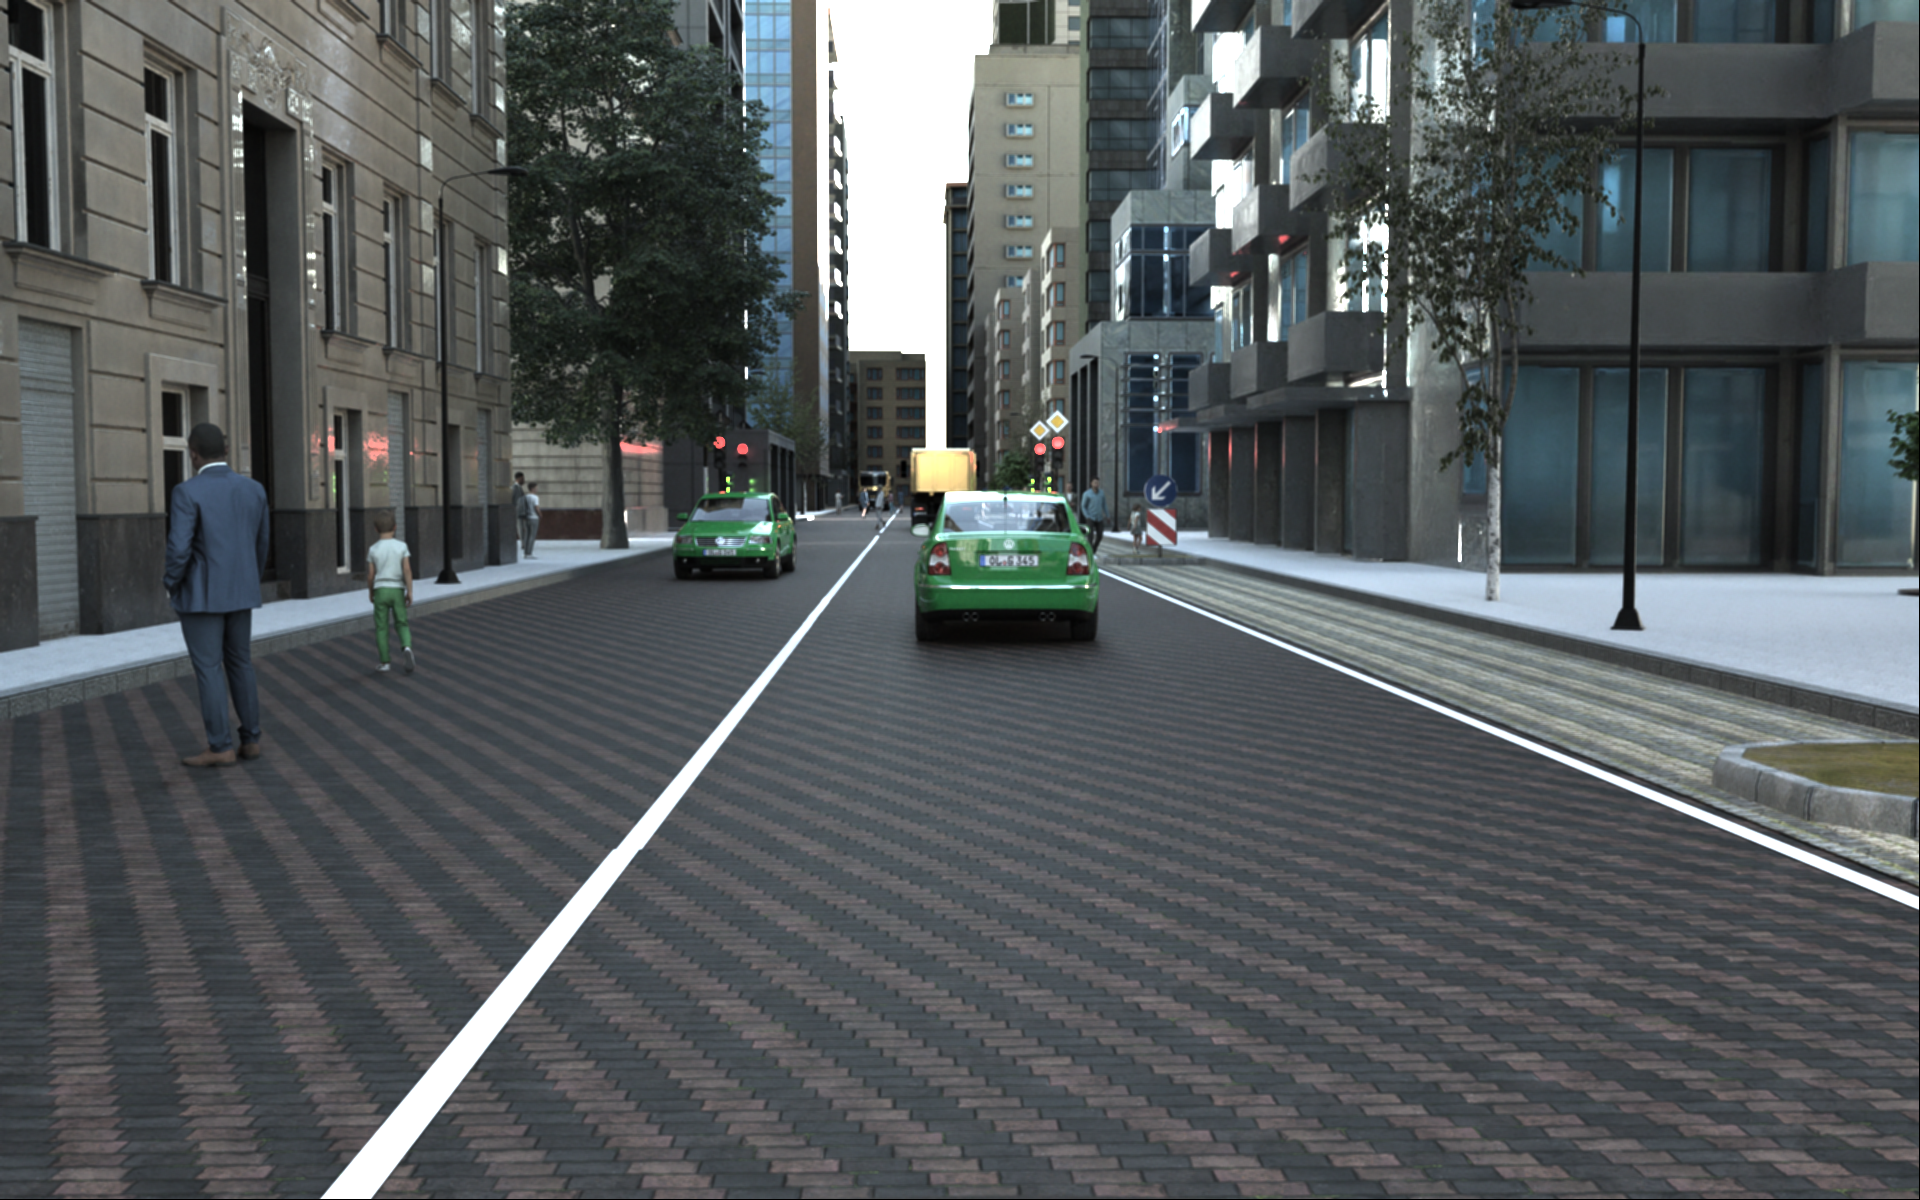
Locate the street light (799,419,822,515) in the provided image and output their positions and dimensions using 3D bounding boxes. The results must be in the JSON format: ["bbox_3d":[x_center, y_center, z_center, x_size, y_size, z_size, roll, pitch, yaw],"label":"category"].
[{"bbox_3d":[-9.284,-8.275,107.829,1.470,5.913,1.316,0,4,-2],"label":"street light"}]

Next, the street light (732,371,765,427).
[{"bbox_3d":[-8.052,-5.687,65.528,1.470,5.913,1.316,0,4,-2],"label":"street light"}]

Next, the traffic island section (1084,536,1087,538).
[{"bbox_3d":[3.261,-2.180,57.917,2.009,0.180,2.903,0,4,-2],"label":"traffic island section"}]

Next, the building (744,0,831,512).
[{"bbox_3d":[-17.261,-29.428,131.252,14.600,45.320,14.200,0,4,-2],"label":"building"}]

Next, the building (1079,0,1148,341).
[{"bbox_3d":[13.298,-19.735,94.363,14.160,30.474,14.107,0,4,-2],"label":"building"}]

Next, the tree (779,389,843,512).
[{"bbox_3d":[-10.729,-10.419,120.708,4.360,8.622,3.978,0,3,0],"label":"tree"}]

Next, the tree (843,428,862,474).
[{"bbox_3d":[-13.163,-14.861,193.347,4.360,8.622,3.978,0,3,0],"label":"tree"}]

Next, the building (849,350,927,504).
[{"bbox_3d":[-19.094,-23.987,237.224,28.899,21.520,27.650,0,4,-2],"label":"building"}]

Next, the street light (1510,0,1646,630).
[{"bbox_3d":[5.810,-2.675,16.273,1.470,5.913,1.316,0,4,-2],"label":"street light"}]

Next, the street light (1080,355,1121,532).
[{"bbox_3d":[4.692,-5.216,57.830,1.470,5.913,1.316,0,4,-2],"label":"street light"}]

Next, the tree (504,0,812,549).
[{"bbox_3d":[-8.049,-8.172,40.269,9.857,13.997,8.962,0,3,0],"label":"tree"}]

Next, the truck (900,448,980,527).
[{"bbox_3d":[-0.768,-4.663,72.168,3.469,3.379,9.791,0,4,-2],"label":"truck"}]

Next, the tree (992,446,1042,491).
[{"bbox_3d":[3.882,-8.067,115.603,4.285,4.588,4.351,0,3,0],"label":"tree"}]

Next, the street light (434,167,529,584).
[{"bbox_3d":[-6.819,-3.191,24.713,1.470,5.913,1.316,0,4,-2],"label":"street light"}]

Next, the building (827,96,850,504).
[{"bbox_3d":[-24.059,-35.569,205.252,21.600,48.544,21.300,0,4,-2],"label":"building"}]

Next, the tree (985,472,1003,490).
[{"bbox_3d":[2.996,-9.086,143.159,1.663,3.219,1.824,0,3,0],"label":"tree"}]

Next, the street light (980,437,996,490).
[{"bbox_3d":[2.318,-10.300,140.941,1.470,5.913,1.316,0,4,-2],"label":"street light"}]

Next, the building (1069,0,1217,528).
[{"bbox_3d":[20.429,-46.551,73.783,31.000,86.520,22.319,0,4,-2],"label":"building"}]

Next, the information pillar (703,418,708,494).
[{"bbox_3d":[-7.759,-3.764,52.901,0.183,3.616,0.504,0,4,-3],"label":"information pillar"}]

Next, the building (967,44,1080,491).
[{"bbox_3d":[11.763,-34.285,184.257,21.300,48.544,21.600,0,4,-2],"label":"building"}]

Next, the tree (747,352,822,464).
[{"bbox_3d":[-9.395,-8.584,90.709,4.737,8.622,4.395,0,3,0],"label":"tree"}]

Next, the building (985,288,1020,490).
[{"bbox_3d":[16.720,-19.264,160.009,27.650,21.520,28.899,0,4,-2],"label":"building"}]

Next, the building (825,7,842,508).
[{"bbox_3d":[-21.946,-30.574,154.505,22.147,44.769,28.867,0,4,-2],"label":"building"}]

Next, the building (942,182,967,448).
[{"bbox_3d":[10.489,-35.494,234.953,28.867,44.769,22.147,0,4,-2],"label":"building"}]

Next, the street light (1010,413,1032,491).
[{"bbox_3d":[3.547,-7.758,99.387,1.470,5.913,1.316,0,4,-2],"label":"street light"}]

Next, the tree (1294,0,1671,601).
[{"bbox_3d":[6.182,-4.299,20.645,4.360,8.622,3.978,0,3,0],"label":"tree"}]

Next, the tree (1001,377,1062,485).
[{"bbox_3d":[4.642,-9.642,108.011,4.360,8.622,3.978,0,3,0],"label":"tree"}]

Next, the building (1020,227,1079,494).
[{"bbox_3d":[19.311,-17.255,127.154,27.650,21.520,28.899,0,4,-2],"label":"building"}]

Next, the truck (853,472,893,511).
[{"bbox_3d":[-7.454,-9.491,151.097,3.469,3.379,9.791,0,4,-1],"label":"truck"}]

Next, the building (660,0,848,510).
[{"bbox_3d":[-22.094,-45.269,178.397,20.563,71.187,20.611,0,4,-2],"label":"building"}]

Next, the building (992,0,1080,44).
[{"bbox_3d":[12.173,-46.912,205.264,20.563,71.187,20.611,0,4,-2],"label":"building"}]

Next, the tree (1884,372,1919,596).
[{"bbox_3d":[12.631,-1.669,21.887,1.663,3.219,1.824,0,3,0],"label":"tree"}]
